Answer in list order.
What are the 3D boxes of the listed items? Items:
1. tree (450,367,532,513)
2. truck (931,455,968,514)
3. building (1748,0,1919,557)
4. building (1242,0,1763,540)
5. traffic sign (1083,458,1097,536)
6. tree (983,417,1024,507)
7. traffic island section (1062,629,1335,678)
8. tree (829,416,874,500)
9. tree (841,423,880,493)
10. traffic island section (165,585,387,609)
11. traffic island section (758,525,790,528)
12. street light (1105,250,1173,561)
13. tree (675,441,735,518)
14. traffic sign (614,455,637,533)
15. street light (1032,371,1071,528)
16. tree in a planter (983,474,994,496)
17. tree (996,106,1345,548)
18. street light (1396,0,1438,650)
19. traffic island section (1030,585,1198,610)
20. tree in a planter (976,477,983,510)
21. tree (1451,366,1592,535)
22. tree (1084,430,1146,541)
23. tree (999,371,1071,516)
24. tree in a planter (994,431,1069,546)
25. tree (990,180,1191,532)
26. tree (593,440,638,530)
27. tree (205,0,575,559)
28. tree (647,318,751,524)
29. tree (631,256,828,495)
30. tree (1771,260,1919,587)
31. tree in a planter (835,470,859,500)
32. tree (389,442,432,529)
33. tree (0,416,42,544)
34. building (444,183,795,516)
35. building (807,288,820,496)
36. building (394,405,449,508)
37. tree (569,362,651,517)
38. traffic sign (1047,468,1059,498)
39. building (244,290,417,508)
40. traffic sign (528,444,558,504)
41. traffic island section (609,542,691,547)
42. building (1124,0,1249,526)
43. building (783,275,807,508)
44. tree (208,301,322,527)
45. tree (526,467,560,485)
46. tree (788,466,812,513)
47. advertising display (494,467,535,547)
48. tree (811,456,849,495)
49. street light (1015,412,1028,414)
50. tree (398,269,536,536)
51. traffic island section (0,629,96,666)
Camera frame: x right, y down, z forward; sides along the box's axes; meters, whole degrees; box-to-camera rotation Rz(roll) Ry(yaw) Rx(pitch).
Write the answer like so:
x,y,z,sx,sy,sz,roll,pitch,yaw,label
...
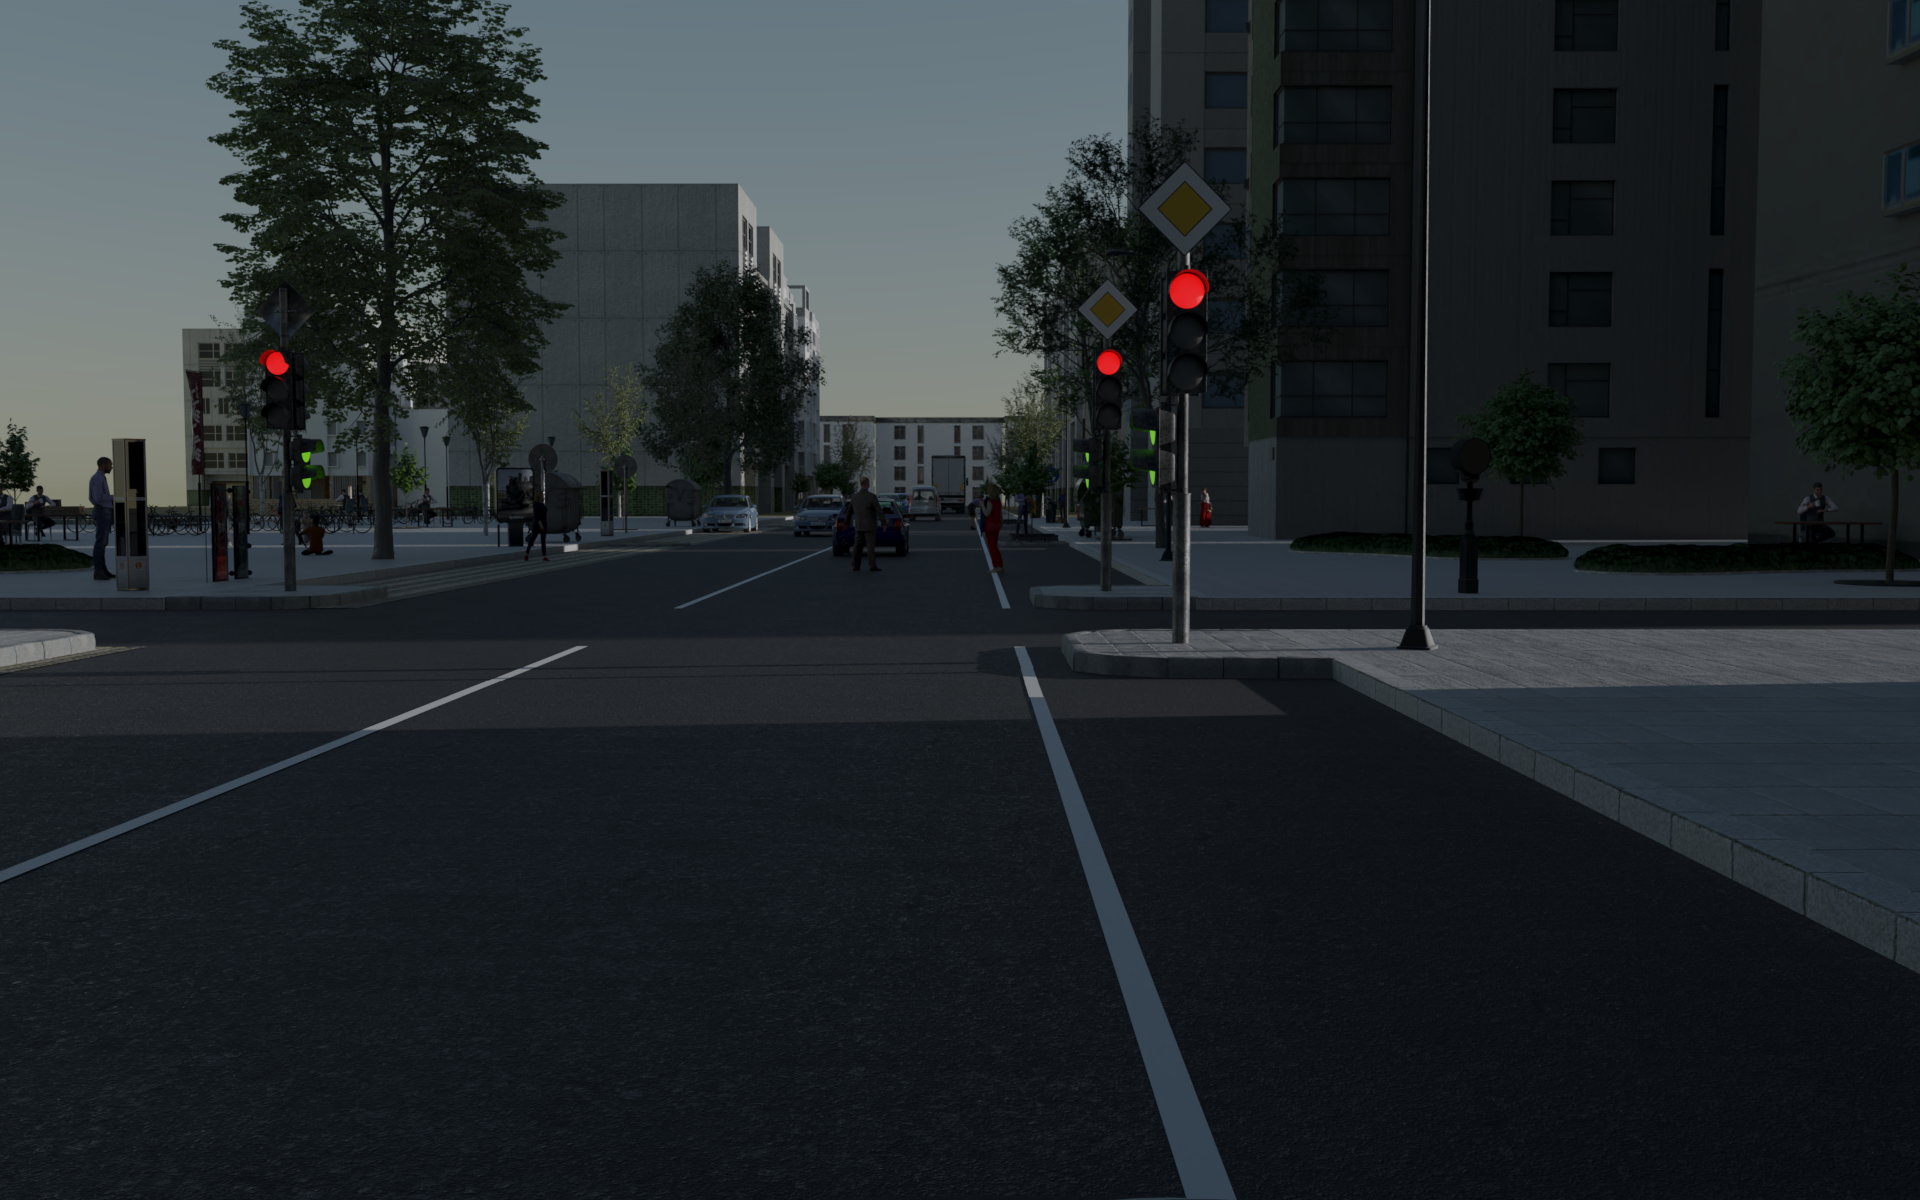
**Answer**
x,y,z,sx,sy,sz,roll,pitch,yaw,label
-25.622,-8.831,94.745,4.737,8.622,4.395,0,3,0,tree
-0.798,-8.666,130.610,2.839,4.237,11.283,0,4,0,truck
29.222,-25.177,35.353,21.600,48.544,21.300,0,4,0,building
15.911,-17.302,54.594,14.160,30.474,14.107,0,4,0,building
4.168,-3.255,53.318,0.768,2.556,0.104,0,4,2,traffic sign
5.155,-13.378,169.099,4.360,8.622,3.978,0,3,0,tree
1.923,0.450,14.919,2.009,0.180,2.903,0,4,0,traffic island section
-10.400,-12.908,161.411,4.737,8.622,4.395,0,3,0,tree
-10.288,-13.756,175.264,4.360,8.622,3.978,0,3,0,tree
-8.889,-0.041,22.948,2.009,0.180,2.903,0,4,0,traffic island section
-8.373,-3.161,74.541,1.991,0.108,1.994,0,4,0,traffic island section
3.458,-3.703,33.082,1.470,5.913,1.316,0,4,0,street light
-13.958,-6.785,94.654,4.285,4.588,4.351,0,3,0,tree
-10.909,-3.450,56.512,0.768,2.556,0.104,0,4,4,traffic sign
3.500,-5.689,65.558,1.470,5.913,1.316,0,4,0,street light
2.146,-4.819,76.011,1.991,3.239,1.994,0,4,0,tree in a planter
4.849,-6.524,41.082,8.767,10.594,7.601,1,4,9,tree
3.253,-2.548,14.208,1.470,5.913,1.316,0,4,0,street light
1.952,-0.038,22.904,2.009,0.180,2.903,0,4,0,traffic island section
2.419,-9.442,151.601,1.991,3.239,1.994,0,4,0,tree in a planter
14.364,-3.686,43.984,4.285,4.588,4.351,0,3,0,tree
4.400,-3.263,47.949,1.663,3.219,1.824,0,3,0,tree
4.578,-9.233,101.314,4.737,8.622,4.395,0,3,0,tree
2.039,-3.159,48.866,1.991,3.239,1.994,0,4,0,tree in a planter
4.604,-8.116,58.457,9.928,11.665,9.643,0,3,0,tree
-11.981,-4.109,61.791,1.663,3.219,1.824,0,3,0,tree
-11.177,-7.100,34.207,7.486,12.596,7.792,0,3,0,tree
-11.236,-7.501,73.007,4.360,8.622,3.978,0,3,0,tree
-11.245,-10.194,83.682,9.611,12.733,9.660,0,3,0,tree
13.154,-2.493,24.470,4.285,4.588,4.351,0,3,0,tree
-8.187,-7.797,124.709,1.991,3.239,1.994,0,4,0,tree in a planter
-20.397,-4.257,64.202,1.663,3.219,1.824,0,3,0,tree
-23.606,-2.978,43.285,1.663,3.219,1.824,0,3,0,tree
-20.901,-15.179,114.642,16.747,18.905,31.486,0,4,0,building
-19.237,-18.777,163.420,11.380,20.091,16.016,0,4,0,building
-38.951,-13.740,166.795,28.070,9.664,9.099,0,4,0,building
-18.995,-8.868,95.347,4.737,8.622,4.395,0,3,0,tree
4.301,-4.993,81.743,0.768,2.556,0.104,0,4,2,traffic sign
-58.686,-18.787,163.587,11.380,20.091,16.016,0,4,0,building
-10.524,-2.668,43.729,0.768,2.556,0.104,0,4,4,traffic sign
-8.473,-1.513,47.598,1.991,0.108,1.994,0,4,0,traffic island section
18.624,-33.079,82.834,21.231,58.520,28.212,0,4,0,building
-21.783,-17.794,147.359,16.016,20.091,11.380,0,4,0,building
-26.749,-7.096,66.381,4.360,8.622,3.978,0,3,0,tree
-17.175,-4.713,71.655,1.663,3.219,1.824,0,3,0,tree
-11.089,-7.627,119.308,1.663,3.219,1.824,0,3,0,tree
-10.847,-2.264,42.233,0.974,1.923,0.123,-2,4,-33,advertising display
-11.111,-10.033,147.754,4.285,4.588,4.351,0,3,0,tree
3.818,-7.669,97.930,1.470,5.913,1.316,0,4,0,street light
-14.742,-6.280,53.047,4.360,8.622,3.978,0,3,0,tree
-8.918,0.448,14.963,2.009,0.180,2.903,0,4,0,traffic island section
